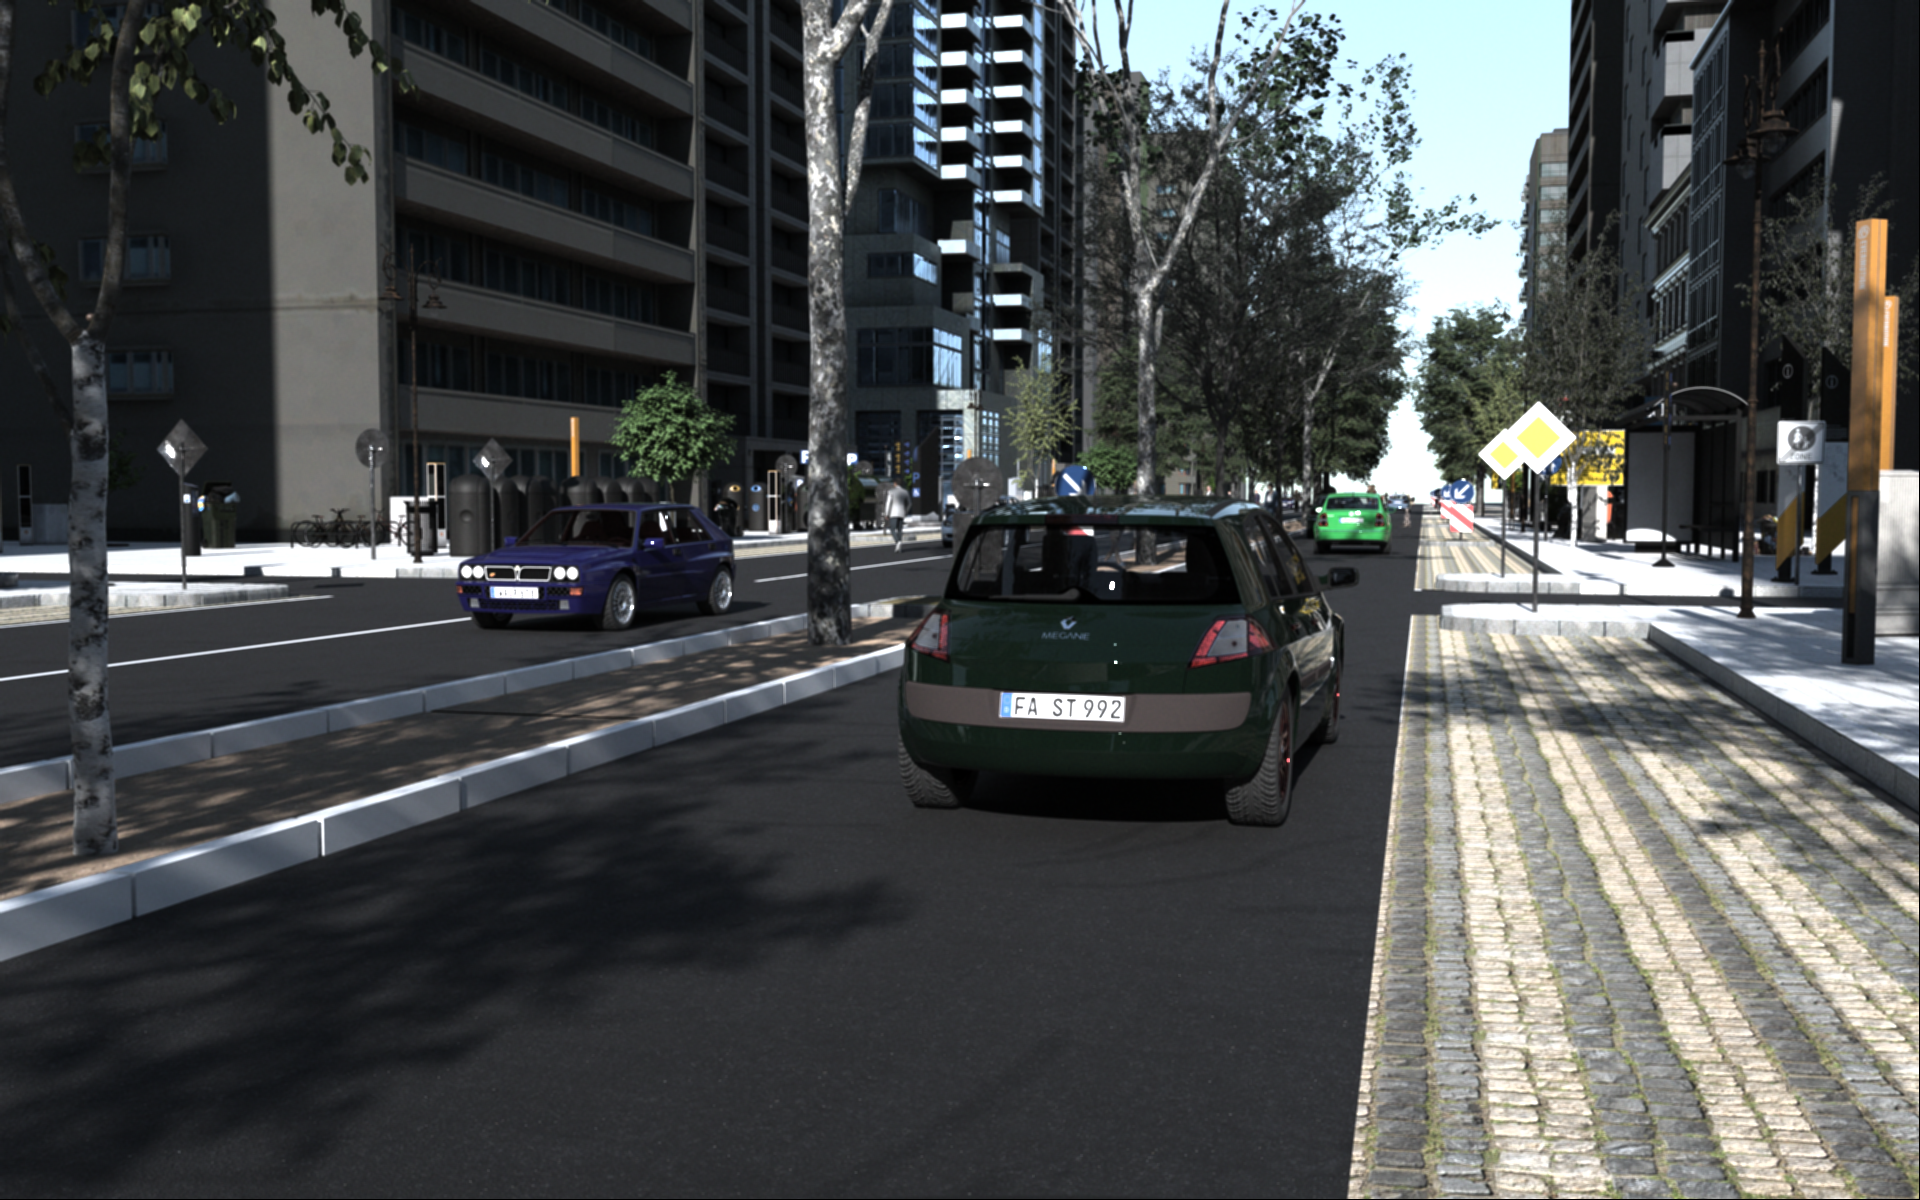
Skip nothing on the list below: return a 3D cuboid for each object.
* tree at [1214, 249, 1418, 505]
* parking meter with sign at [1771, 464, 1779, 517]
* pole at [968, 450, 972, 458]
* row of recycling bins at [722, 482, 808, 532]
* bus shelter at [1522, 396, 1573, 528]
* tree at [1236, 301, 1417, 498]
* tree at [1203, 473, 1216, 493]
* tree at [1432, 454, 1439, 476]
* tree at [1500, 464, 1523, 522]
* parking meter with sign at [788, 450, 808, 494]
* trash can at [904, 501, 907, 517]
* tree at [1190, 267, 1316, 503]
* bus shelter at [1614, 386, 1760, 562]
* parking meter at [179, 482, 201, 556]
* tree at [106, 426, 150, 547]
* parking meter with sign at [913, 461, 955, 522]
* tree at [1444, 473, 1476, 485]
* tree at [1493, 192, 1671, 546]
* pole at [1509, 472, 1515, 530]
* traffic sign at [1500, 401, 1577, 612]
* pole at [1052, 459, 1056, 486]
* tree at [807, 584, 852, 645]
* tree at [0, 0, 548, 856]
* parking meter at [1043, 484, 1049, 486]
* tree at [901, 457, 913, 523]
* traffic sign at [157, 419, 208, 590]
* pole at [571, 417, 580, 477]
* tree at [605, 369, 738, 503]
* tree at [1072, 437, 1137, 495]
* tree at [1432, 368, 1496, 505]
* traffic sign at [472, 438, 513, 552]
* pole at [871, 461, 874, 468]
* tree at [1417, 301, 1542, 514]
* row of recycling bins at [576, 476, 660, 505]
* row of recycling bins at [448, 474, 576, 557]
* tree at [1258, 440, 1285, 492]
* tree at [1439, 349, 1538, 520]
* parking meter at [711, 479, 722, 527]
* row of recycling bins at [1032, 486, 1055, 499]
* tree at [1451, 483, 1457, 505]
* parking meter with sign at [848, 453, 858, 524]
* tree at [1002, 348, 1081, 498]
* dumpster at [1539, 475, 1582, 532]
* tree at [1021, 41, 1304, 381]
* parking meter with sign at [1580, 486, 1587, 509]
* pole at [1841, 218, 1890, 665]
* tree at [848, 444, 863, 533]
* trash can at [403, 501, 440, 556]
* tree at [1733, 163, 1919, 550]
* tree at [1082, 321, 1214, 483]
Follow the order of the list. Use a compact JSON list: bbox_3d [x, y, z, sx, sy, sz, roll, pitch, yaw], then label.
[{"bbox_3d":[17.820,-10.802,85.721,9.857,13.997,8.962,0,3,0],"label":"tree"},{"bbox_3d":[21.101,-2.924,44.061,0.543,3.016,1.738,0,4,7],"label":"parking meter with sign"},{"bbox_3d":[0.438,-5.237,79.475,0.158,3.312,0.155,0,3,0],"label":"pole"},{"bbox_3d":[-6.551,-3.223,59.814,3.534,1.692,1.069,1,4,14],"label":"row of recycling bins"},{"bbox_3d":[23.252,-5.557,68.482,2.179,5.291,8.768,1,4,15],"label":"bus shelter"},{"bbox_3d":[20.371,-10.799,96.021,9.611,12.733,9.660,0,3,0],"label":"tree"},{"bbox_3d":[22.853,-9.928,156.917,1.663,3.219,1.824,0,3,0],"label":"tree"},{"bbox_3d":[42.479,-11.812,143.493,4.737,8.622,4.395,0,3,0],"label":"tree"},{"bbox_3d":[25.740,-5.254,80.509,1.663,3.219,1.824,0,3,0],"label":"tree"},{"bbox_3d":[-6.535,-4.468,69.316,0.543,3.016,1.738,-2,4,-32],"label":"parking meter with sign"},{"bbox_3d":[-3.211,-5.113,95.244,0.748,1.137,0.748,0,3,0],"label":"trash can"},{"bbox_3d":[9.223,-6.211,54.366,4.360,8.622,3.978,0,3,0],"label":"tree"},{"bbox_3d":[14.591,-2.521,35.139,2.014,3.302,5.546,1,4,15],"label":"bus shelter"},{"bbox_3d":[-15.926,-1.677,35.832,0.372,1.533,0.369,0,3,0],"label":"parking meter"},{"bbox_3d":[-20.982,-2.917,42.292,1.663,3.219,1.824,0,3,0],"label":"tree"},{"bbox_3d":[-1.059,-4.669,72.595,1.738,3.016,0.543,1,4,14],"label":"parking meter with sign"},{"bbox_3d":[47.559,-11.072,164.733,4.285,4.588,4.351,0,3,0],"label":"tree"},{"bbox_3d":[15.027,-5.611,42.096,4.360,8.622,3.978,0,3,0],"label":"tree"},{"bbox_3d":[19.670,-4.148,61.668,0.158,3.312,0.155,0,3,0],"label":"pole"},{"bbox_3d":[6.235,-0.923,18.734,0.795,2.450,0.064,1,4,15],"label":"traffic sign"},{"bbox_3d":[5.395,-6.466,99.555,0.158,3.312,0.155,0,3,0],"label":"pole"},{"bbox_3d":[-0.288,-9.565,14.742,12.611,20.169,13.585,0,3,0],"label":"tree"},{"bbox_3d":[-3.415,-3.305,6.864,4.737,8.622,4.395,0,3,0],"label":"tree"},{"bbox_3d":[4.887,-5.650,98.083,0.399,1.863,0.255,0,4,1],"label":"parking meter"},{"bbox_3d":[-1.769,-4.995,76.265,1.663,3.219,1.824,0,3,0],"label":"tree"},{"bbox_3d":[-10.417,-1.197,23.207,0.795,2.450,0.064,1,4,15],"label":"traffic sign"},{"bbox_3d":[-10.225,-3.194,46.066,0.158,3.312,0.155,0,3,0],"label":"pole"},{"bbox_3d":[-7.572,-3.749,45.016,4.285,4.588,4.351,0,3,0],"label":"tree"},{"bbox_3d":[8.145,-7.140,100.450,4.285,4.588,4.351,0,3,0],"label":"tree"},{"bbox_3d":[45.886,-14.452,154.422,7.486,12.596,7.792,0,3,0],"label":"tree"},{"bbox_3d":[-8.346,-1.668,30.920,0.795,2.450,0.064,1,4,15],"label":"traffic sign"},{"bbox_3d":[-5.424,-6.927,107.093,0.158,3.312,0.155,0,3,0],"label":"pole"},{"bbox_3d":[34.240,-12.650,113.487,9.857,13.997,8.962,0,3,0],"label":"tree"},{"bbox_3d":[-8.118,-2.047,40.579,1.069,1.692,3.534,1,4,21],"label":"row of recycling bins"},{"bbox_3d":[-9.637,-1.826,36.971,1.069,1.692,3.534,1,4,18],"label":"row of recycling bins"},{"bbox_3d":[37.946,-16.036,212.550,4.737,8.622,4.395,0,3,0],"label":"tree"},{"bbox_3d":[27.197,-8.349,86.875,4.737,8.622,4.395,0,3,0],"label":"tree"},{"bbox_3d":[-9.614,-3.832,68.360,0.255,1.863,0.399,2,4,30],"label":"parking meter"},{"bbox_3d":[4.559,-5.126,90.918,1.069,1.692,3.534,-1,4,-13],"label":"row of recycling bins"},{"bbox_3d":[59.563,-13.127,209.228,1.663,3.219,1.824,0,3,0],"label":"tree"},{"bbox_3d":[-4.609,-4.813,74.951,0.543,3.016,1.738,0,4,2],"label":"parking meter with sign"},{"bbox_3d":[3.965,-8.402,87.738,4.737,8.622,4.395,0,3,0],"label":"tree"},{"bbox_3d":[20.659,-3.496,59.646,1.502,2.255,1.985,1,4,15],"label":"dumpster"},{"bbox_3d":[6.983,-8.161,46.255,12.009,13.543,11.850,0,3,0],"label":"tree"},{"bbox_3d":[28.081,-5.029,78.483,1.738,3.016,0.543,-2,4,-26],"label":"parking meter with sign"},{"bbox_3d":[6.783,-1.171,12.984,0.158,3.312,0.155,0,3,0],"label":"pole"},{"bbox_3d":[-3.977,-3.788,56.534,1.663,3.219,1.824,0,3,0],"label":"tree"},{"bbox_3d":[-11.146,-1.482,35.879,0.748,1.137,0.748,0,3,0],"label":"trash can"},{"bbox_3d":[19.863,-5.448,39.439,4.360,8.622,3.978,0,3,0],"label":"tree"},{"bbox_3d":[13.061,-13.065,120.266,9.857,13.997,8.962,0,3,0],"label":"tree"}]
